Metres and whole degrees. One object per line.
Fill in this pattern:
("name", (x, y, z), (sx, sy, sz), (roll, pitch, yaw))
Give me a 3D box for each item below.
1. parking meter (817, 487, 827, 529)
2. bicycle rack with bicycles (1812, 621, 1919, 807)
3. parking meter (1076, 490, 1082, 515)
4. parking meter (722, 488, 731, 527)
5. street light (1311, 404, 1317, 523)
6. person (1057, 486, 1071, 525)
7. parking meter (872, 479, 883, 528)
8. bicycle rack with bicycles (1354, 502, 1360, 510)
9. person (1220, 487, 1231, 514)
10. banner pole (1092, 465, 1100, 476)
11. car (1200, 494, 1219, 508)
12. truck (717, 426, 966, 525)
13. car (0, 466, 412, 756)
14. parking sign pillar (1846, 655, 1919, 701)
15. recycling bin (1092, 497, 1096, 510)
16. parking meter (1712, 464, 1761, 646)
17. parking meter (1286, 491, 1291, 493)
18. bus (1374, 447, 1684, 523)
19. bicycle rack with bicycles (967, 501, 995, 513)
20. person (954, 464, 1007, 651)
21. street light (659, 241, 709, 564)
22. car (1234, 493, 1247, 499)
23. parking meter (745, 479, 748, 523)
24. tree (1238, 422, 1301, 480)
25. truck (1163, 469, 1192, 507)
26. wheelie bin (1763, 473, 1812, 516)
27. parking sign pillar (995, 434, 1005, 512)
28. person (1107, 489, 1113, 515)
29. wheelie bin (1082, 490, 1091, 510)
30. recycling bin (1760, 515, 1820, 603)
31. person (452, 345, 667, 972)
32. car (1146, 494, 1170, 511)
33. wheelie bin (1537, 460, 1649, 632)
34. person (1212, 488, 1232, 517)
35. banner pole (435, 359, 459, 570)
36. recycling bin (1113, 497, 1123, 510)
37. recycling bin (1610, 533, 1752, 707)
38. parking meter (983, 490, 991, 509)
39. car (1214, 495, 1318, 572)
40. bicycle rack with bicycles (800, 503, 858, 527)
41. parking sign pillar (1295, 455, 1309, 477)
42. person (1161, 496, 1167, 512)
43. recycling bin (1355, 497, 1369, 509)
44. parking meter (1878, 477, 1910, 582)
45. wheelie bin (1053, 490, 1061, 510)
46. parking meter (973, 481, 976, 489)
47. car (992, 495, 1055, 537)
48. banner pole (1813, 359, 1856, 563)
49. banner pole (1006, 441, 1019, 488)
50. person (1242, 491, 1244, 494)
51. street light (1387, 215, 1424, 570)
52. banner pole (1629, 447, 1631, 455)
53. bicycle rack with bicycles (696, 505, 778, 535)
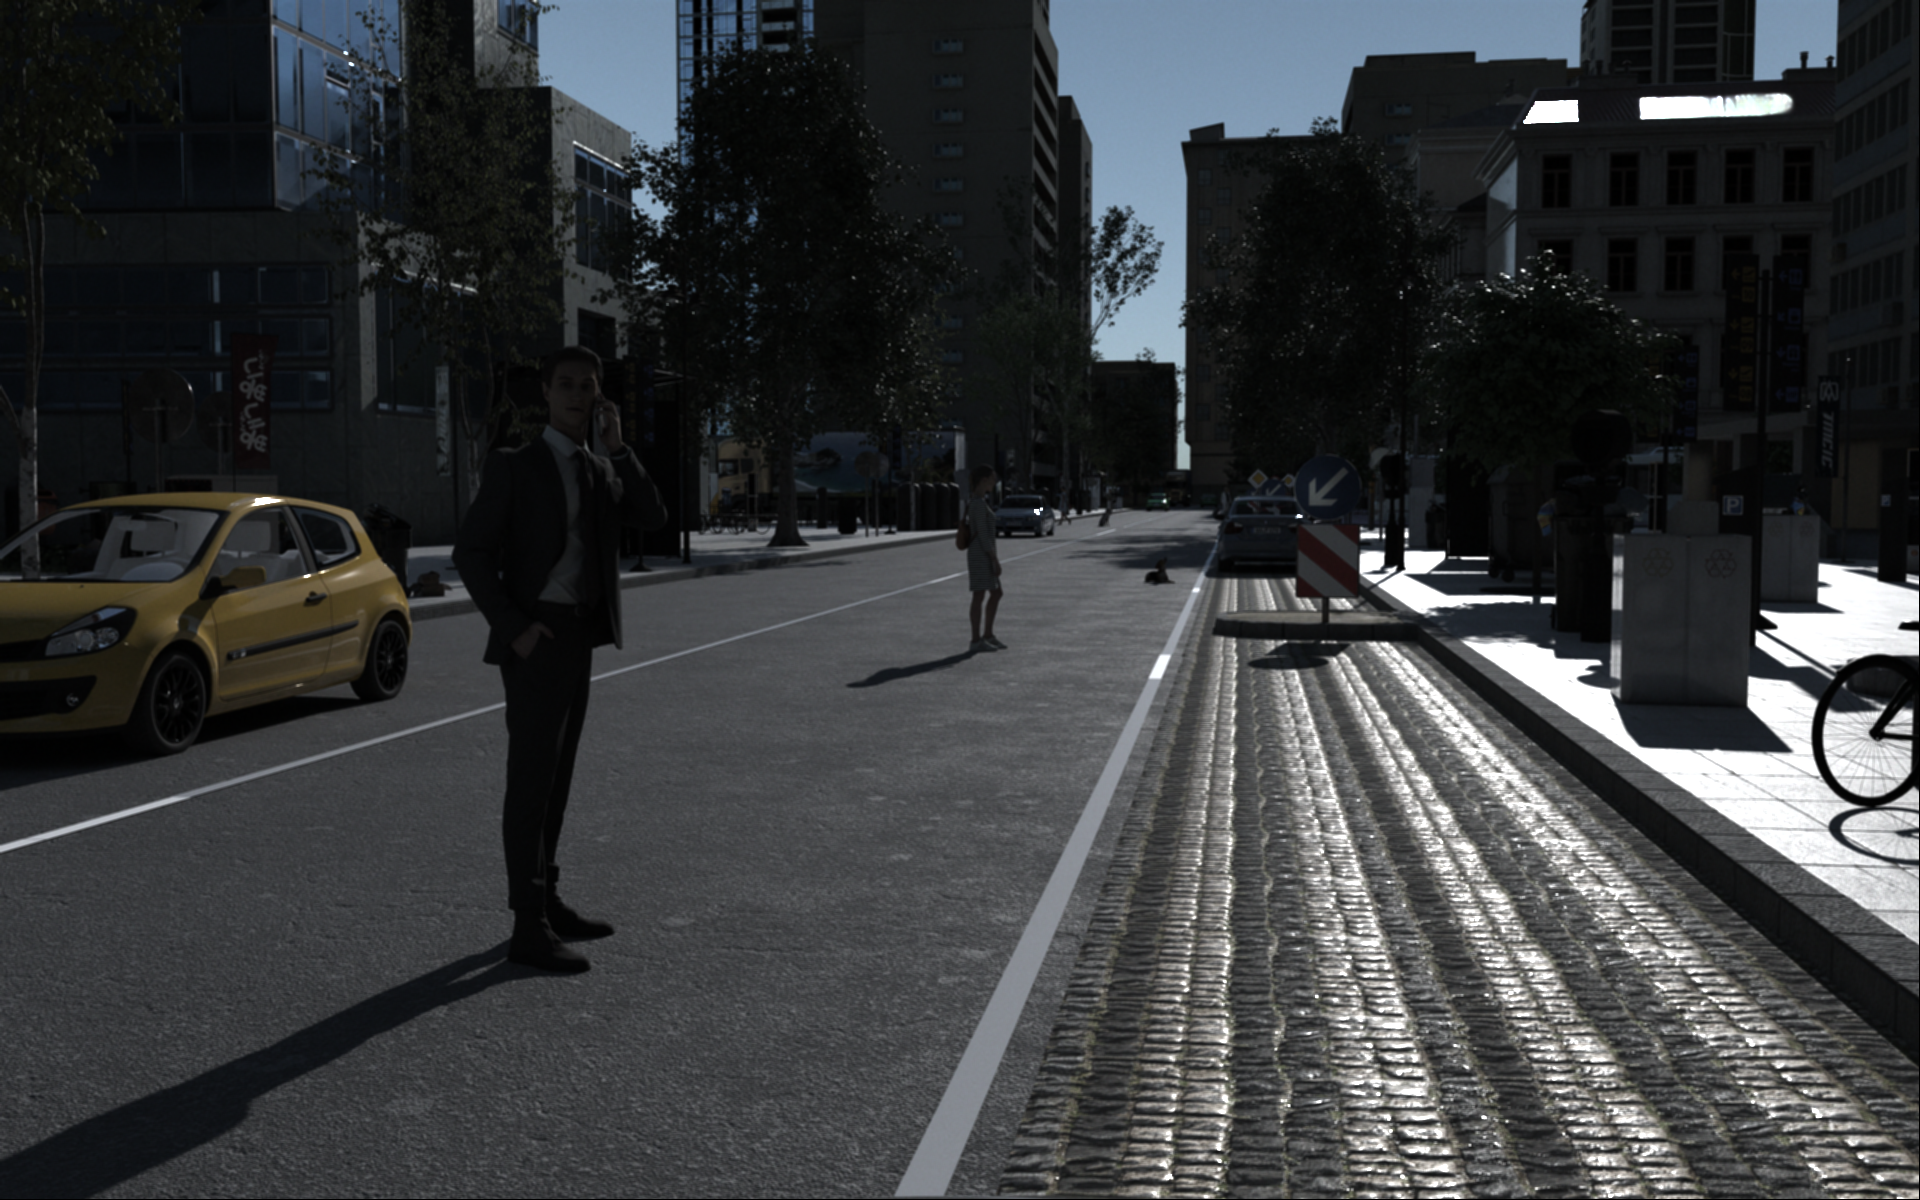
("parking meter", (-5.116, -3.409, 64.141), (0.372, 1.533, 0.369), (0, 3, 0))
("bicycle rack with bicycles", (4.896, 0.401, 6.829), (2.925, 0.926, 2.852), (0, 4, 4))
("parking meter", (7.306, -5.968, 105.989), (0.372, 1.533, 0.369), (0, 3, 0))
("parking meter", (-9.158, -3.643, 67.974), (0.372, 1.533, 0.369), (0, 3, 0))
("street light", (13.493, -5.705, 66.067), (0.468, 5.910, 1.993), (1, 4, 9))
("person", (4.850, -4.388, 80.344), (0.778, 1.811, 0.616), (2, 4, 35))
("parking meter", (-3.153, -3.683, 65.935), (0.399, 1.863, 0.255), (-1, 4, -13))
("bicycle rack with bicycles", (31.514, -7.739, 139.910), (2.852, 0.926, 2.925), (-3, 5, -41))
("person", (15.317, -5.604, 100.004), (0.514, 1.842, 0.818), (-3, 5, -43))
("banner pole", (11.830, -9.798, 150.209), (0.863, 3.779, 0.401), (2, 4, 24))
("car", (26.254, -10.618, 182.407), (1.959, 1.807, 4.718), (1, 4, 9))
("truck", (-5.490, -5.188, 73.744), (11.283, 4.237, 2.839), (1, 4, 11))
("car", (-4.973, -0.035, 10.790), (2.015, 1.641, 3.980), (0, 4, 8))
("parking sign pillar", (6.506, -1.379, 11.016), (1.447, 3.967, 1.447), (2, 4, 25))
("recycling bin", (10.417, -7.713, 138.654), (0.722, 1.027, 0.722), (-1, 4, -18))
("parking meter", (6.575, -0.385, 14.713), (0.372, 1.533, 0.369), (0, 3, 0))
("parking meter", (23.776, -7.162, 125.510), (0.372, 1.533, 0.369), (0, 3, 0))
("bus", (22.339, -4.548, 69.220), (13.247, 3.499, 2.948), (1, 4, 10))
("bicycle rack with bicycles", (1.413, -4.738, 90.847), (2.925, 0.926, 2.852), (1, 4, 23))
("person", (0.204, -0.386, 15.807), (0.522, 1.701, 0.512), (0, 4, -7))
("street light", (-5.047, -3.611, 31.825), (0.468, 5.910, 1.993), (1, 4, 9))
("car", (27.437, -9.677, 167.022), (1.959, 1.807, 4.718), (1, 4, 9))
("parking meter", (-8.206, -3.765, 67.268), (0.255, 1.863, 0.399), (0, 3, 0))
("tree", (28.657, -14.597, 156.792), (7.486, 12.596, 7.792), (0, 3, 0))
("truck", (25.051, -12.833, 198.735), (2.839, 4.237, 11.283), (1, 4, 11))
("wheelie bin", (12.638, -1.149, 26.702), (0.693, 1.594, 0.980), (-2, 4, -32))
("parking sign pillar", (1.791, -5.488, 78.201), (1.447, 3.967, 1.447), (0, 4, 2))
("person", (10.346, -6.747, 119.366), (0.362, 1.759, 0.519), (2, 4, 26))
("wheelie bin", (10.042, -7.905, 137.150), (0.980, 1.594, 0.693), (3, 4, 38))
("recycling bin", (9.806, -0.505, 20.806), (0.722, 1.027, 0.722), (0, 4, 1))
("person", (-1.238, 0.145, 5.490), (0.474, 1.900, 0.648), (1, 4, 21))
("car", (16.647, -8.362, 145.509), (1.959, 1.807, 4.718), (1, 4, 10))
("wheelie bin", (5.912, -0.507, 16.192), (0.980, 1.594, 0.693), (1, 4, 17))
("person", (16.634, -6.163, 109.474), (1.509, 1.804, 0.699), (-1, 4, -15))
("banner pole", (-8.761, -2.424, 29.654), (0.401, 3.779, 0.863), (-3, 5, -45))
("recycling bin", (12.990, -7.999, 143.339), (0.722, 1.027, 0.722), (-1, 4, -18))
("recycling bin", (4.483, 0.107, 10.809), (0.722, 1.027, 0.722), (1, 4, 15))
("parking meter", (1.111, -3.749, 69.703), (0.372, 1.533, 0.369), (0, 3, 0))
("car", (5.825, -1.280, 32.933), (2.014, 1.417, 4.499), (1, 4, 10))
("bicycle rack with bicycles", (-5.332, -3.403, 69.015), (2.852, 0.926, 2.925), (0, 4, -4))
("parking sign pillar", (23.520, -7.919, 117.943), (1.447, 3.967, 1.447), (-1, 4, -12))
("person", (16.490, -7.780, 139.950), (0.590, 1.304, 0.306), (-3, 4, -36))
("recycling bin", (34.191, -8.223, 146.992), (0.722, 1.027, 0.722), (-2, 4, -25))
("parking meter", (13.715, -1.042, 25.443), (0.372, 1.533, 0.369), (0, 3, 0))
("wheelie bin", (7.906, -8.090, 140.186), (0.693, 1.594, 0.980), (-3, 4, -36))
("parking meter", (0.793, -4.326, 76.438), (0.399, 1.863, 0.255), (-3, 5, -42))
("car", (2.161, -2.862, 58.802), (2.014, 1.417, 4.499), (1, 4, 11))
("banner pole", (16.287, -2.582, 32.233), (0.863, 3.779, 0.401), (0, 4, -7))
("banner pole", (2.536, -5.629, 82.044), (0.863, 3.779, 0.401), (-3, 4, -36))
("person", (31.296, -11.131, 191.206), (0.721, 1.735, 1.217), (2, 4, 25))
("street light", (7.441, -3.441, 29.050), (0.468, 5.910, 1.993), (1, 4, 9))
("banner pole", (30.117, -5.404, 78.373), (0.863, 3.779, 0.401), (-1, 4, -21))
("bicycle rack with bicycles", (-7.292, -2.590, 55.736), (2.852, 0.926, 2.925), (3, 5, 43))
